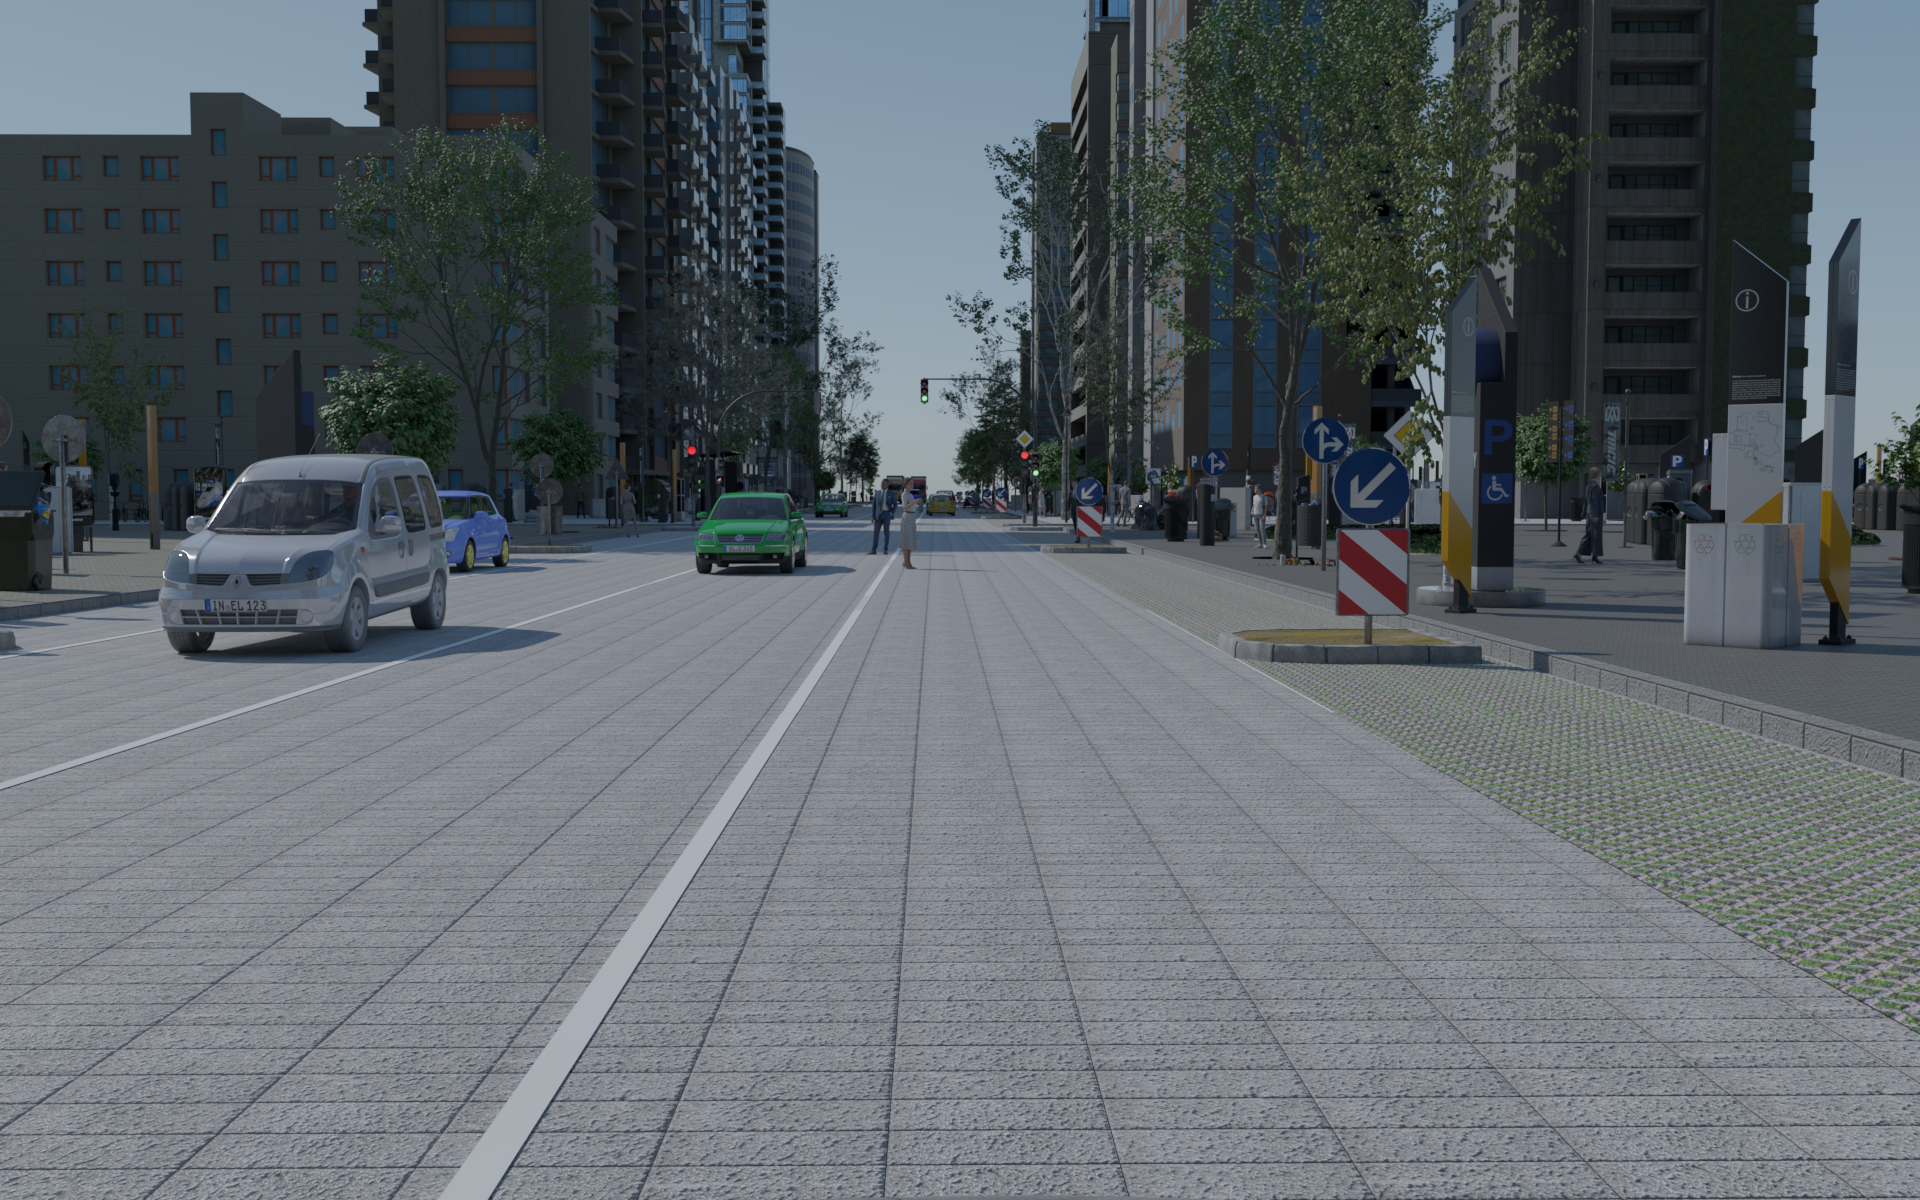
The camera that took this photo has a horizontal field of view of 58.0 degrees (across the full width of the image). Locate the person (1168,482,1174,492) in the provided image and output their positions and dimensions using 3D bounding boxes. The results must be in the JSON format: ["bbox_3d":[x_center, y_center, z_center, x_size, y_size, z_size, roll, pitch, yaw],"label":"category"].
[{"bbox_3d":[8.246,-3.663,66.612,0.598,1.740,0.731,1,4,13],"label":"person"}]

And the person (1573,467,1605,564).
[{"bbox_3d":[11.650,-1.557,31.918,0.534,1.772,0.576,-1,4,-22],"label":"person"}]

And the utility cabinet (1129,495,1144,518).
[{"bbox_3d":[9.328,-4.945,92.008,0.306,1.237,1.020,-2,4,-33],"label":"utility cabinet"}]

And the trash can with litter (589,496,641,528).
[{"bbox_3d":[-13.212,-3.323,65.392,1.678,1.210,2.233,-3,5,-40],"label":"trash can with litter"}]

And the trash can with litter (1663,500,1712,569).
[{"bbox_3d":[12.626,-1.100,29.380,0.624,1.170,1.055,-1,4,-23],"label":"trash can with litter"}]

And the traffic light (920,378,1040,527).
[{"bbox_3d":[0.834,-5.698,67.835,4.771,5.953,1.251,0,4,-1],"label":"traffic light"}]

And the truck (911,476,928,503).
[{"bbox_3d":[-6.520,-17.327,272.208,2.839,4.237,11.283,0,4,-2],"label":"truck"}]

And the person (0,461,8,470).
[{"bbox_3d":[-16.812,-1.500,30.342,0.755,1.850,0.659,-3,4,-39],"label":"person"}]

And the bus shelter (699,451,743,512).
[{"bbox_3d":[-13.306,-6.457,96.856,1.731,3.624,6.357,0,4,-1],"label":"bus shelter"}]

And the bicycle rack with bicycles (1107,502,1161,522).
[{"bbox_3d":[8.684,-4.003,78.833,2.925,0.926,2.852,-1,4,-22],"label":"bicycle rack with bicycles"}]

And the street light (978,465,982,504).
[{"bbox_3d":[2.595,-16.202,237.692,0.468,5.910,1.993,0,4,-1],"label":"street light"}]

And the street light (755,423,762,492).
[{"bbox_3d":[-13.090,-8.526,112.190,0.468,5.910,1.993,0,4,-1],"label":"street light"}]

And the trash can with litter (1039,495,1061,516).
[{"bbox_3d":[5.346,-5.518,101.284,1.678,1.210,2.233,-2,4,-35],"label":"trash can with litter"}]

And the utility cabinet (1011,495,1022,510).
[{"bbox_3d":[4.635,-7.901,140.340,1.020,1.237,0.306,1,4,20],"label":"utility cabinet"}]

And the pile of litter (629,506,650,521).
[{"bbox_3d":[-15.460,-4.218,82.935,1.176,0.858,1.719,-1,4,-10],"label":"pile of litter"}]

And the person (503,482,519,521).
[{"bbox_3d":[-21.025,-4.578,80.991,0.850,1.850,0.679,-3,4,-36],"label":"person"}]

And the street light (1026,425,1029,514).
[{"bbox_3d":[4.434,-8.611,113.569,0.468,5.910,1.993,0,4,-1],"label":"street light"}]

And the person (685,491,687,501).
[{"bbox_3d":[-18.851,-6.809,117.552,0.661,1.801,0.590,3,4,38],"label":"person"}]

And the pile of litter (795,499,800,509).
[{"bbox_3d":[-14.023,-8.063,145.798,1.719,0.858,1.176,3,5,41],"label":"pile of litter"}]

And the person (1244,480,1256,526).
[{"bbox_3d":[11.479,-3.845,68.707,0.655,1.846,0.447,2,4,34],"label":"person"}]

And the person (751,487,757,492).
[{"bbox_3d":[-14.634,-7.190,123.692,0.679,1.850,0.850,-3,4,-38],"label":"person"}]

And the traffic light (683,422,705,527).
[{"bbox_3d":[-10.435,-4.825,67.804,0.839,4.253,0.868,0,4,-1],"label":"traffic light"}]

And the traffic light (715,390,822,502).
[{"bbox_3d":[-8.456,-6.189,75.853,4.771,5.953,1.251,0,4,-1],"label":"traffic light"}]

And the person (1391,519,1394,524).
[{"bbox_3d":[16.496,-3.698,66.410,0.836,1.842,0.656,-1,4,-22],"label":"person"}]

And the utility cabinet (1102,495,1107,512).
[{"bbox_3d":[10.236,-6.975,125.204,0.306,1.237,1.020,-2,4,-25],"label":"utility cabinet"}]

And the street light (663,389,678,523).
[{"bbox_3d":[-12.663,-6.313,76.003,0.468,5.910,1.993,0,4,-1],"label":"street light"}]

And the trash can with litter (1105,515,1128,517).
[{"bbox_3d":[9.206,-5.283,97.428,2.233,1.210,1.678,2,4,25],"label":"trash can with litter"}]

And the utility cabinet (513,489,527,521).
[{"bbox_3d":[-20.870,-4.540,82.900,0.318,1.500,1.173,2,4,28],"label":"utility cabinet"}]

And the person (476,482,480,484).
[{"bbox_3d":[-21.274,-4.293,76.330,0.694,1.812,0.767,-2,4,-33],"label":"person"}]

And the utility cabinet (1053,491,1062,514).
[{"bbox_3d":[6.301,-6.247,110.825,0.318,1.500,1.173,-1,4,-16],"label":"utility cabinet"}]

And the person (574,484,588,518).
[{"bbox_3d":[-20.186,-5.281,92.305,0.656,1.842,0.836,-3,4,-37],"label":"person"}]

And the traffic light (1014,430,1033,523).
[{"bbox_3d":[2.813,-5.325,75.990,0.839,4.253,0.868,0,4,-1],"label":"traffic light"}]

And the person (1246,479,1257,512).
[{"bbox_3d":[10.532,-3.467,62.693,0.622,1.834,0.822,-3,5,-39],"label":"person"}]

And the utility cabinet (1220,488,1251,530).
[{"bbox_3d":[9.733,-3.211,61.183,0.318,1.500,1.173,-3,5,-40],"label":"utility cabinet"}]

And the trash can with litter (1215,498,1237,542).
[{"bbox_3d":[7.104,-2.189,47.179,0.624,1.170,1.055,2,4,24],"label":"trash can with litter"}]

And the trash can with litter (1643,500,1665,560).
[{"bbox_3d":[13.730,-1.370,33.779,0.624,1.170,1.055,2,4,31],"label":"trash can with litter"}]

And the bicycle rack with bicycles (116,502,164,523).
[{"bbox_3d":[-36.895,-3.998,78.754,2.852,0.926,2.925,-3,4,-39],"label":"bicycle rack with bicycles"}]

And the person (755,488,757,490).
[{"bbox_3d":[-17.022,-8.473,144.556,0.573,1.828,0.580,1,4,21],"label":"person"}]

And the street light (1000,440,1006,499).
[{"bbox_3d":[3.725,-11.180,155.588,0.468,5.910,1.993,0,4,-1],"label":"street light"}]

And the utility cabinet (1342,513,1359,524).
[{"bbox_3d":[14.143,-3.162,62.856,1.020,1.237,0.306,-1,4,-11],"label":"utility cabinet"}]

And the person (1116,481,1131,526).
[{"bbox_3d":[6.534,-3.816,68.554,0.709,1.813,0.853,3,5,40],"label":"person"}]

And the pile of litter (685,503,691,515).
[{"bbox_3d":[-16.494,-5.772,108.341,1.719,0.858,1.176,2,4,31],"label":"pile of litter"}]

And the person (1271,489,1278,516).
[{"bbox_3d":[18.214,-5.690,99.744,0.598,1.740,0.731,-1,4,-16],"label":"person"}]

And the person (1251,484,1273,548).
[{"bbox_3d":[7.143,-1.982,41.046,0.503,1.515,0.523,1,4,21],"label":"person"}]

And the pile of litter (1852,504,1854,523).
[{"bbox_3d":[40.224,-3.960,78.710,1.176,0.858,1.719,0,3,0],"label":"pile of litter"}]

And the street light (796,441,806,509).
[{"bbox_3d":[-13.687,-10.721,148.072,0.468,5.910,1.993,0,4,-1],"label":"street light"}]

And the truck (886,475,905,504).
[{"bbox_3d":[-9.775,-16.680,261.635,2.839,4.237,11.283,0,4,0],"label":"truck"}]

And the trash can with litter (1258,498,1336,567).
[{"bbox_3d":[6.602,-1.220,31.009,2.233,1.210,1.678,2,4,32],"label":"trash can with litter"}]

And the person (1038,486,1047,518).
[{"bbox_3d":[4.407,-5.290,93.536,0.522,1.701,0.512,1,4,15],"label":"person"}]

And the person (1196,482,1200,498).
[{"bbox_3d":[11.008,-4.469,79.126,0.388,1.821,0.555,-2,4,-34],"label":"person"}]

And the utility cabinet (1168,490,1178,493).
[{"bbox_3d":[11.723,-5.155,92.961,1.173,1.500,0.318,-2,4,-27],"label":"utility cabinet"}]

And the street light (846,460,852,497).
[{"bbox_3d":[-14.734,-15.461,225.577,0.468,5.910,1.993,0,4,-1],"label":"street light"}]

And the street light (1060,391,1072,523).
[{"bbox_3d":[4.769,-6.405,77.512,0.468,5.910,1.993,0,4,-1],"label":"street light"}]
